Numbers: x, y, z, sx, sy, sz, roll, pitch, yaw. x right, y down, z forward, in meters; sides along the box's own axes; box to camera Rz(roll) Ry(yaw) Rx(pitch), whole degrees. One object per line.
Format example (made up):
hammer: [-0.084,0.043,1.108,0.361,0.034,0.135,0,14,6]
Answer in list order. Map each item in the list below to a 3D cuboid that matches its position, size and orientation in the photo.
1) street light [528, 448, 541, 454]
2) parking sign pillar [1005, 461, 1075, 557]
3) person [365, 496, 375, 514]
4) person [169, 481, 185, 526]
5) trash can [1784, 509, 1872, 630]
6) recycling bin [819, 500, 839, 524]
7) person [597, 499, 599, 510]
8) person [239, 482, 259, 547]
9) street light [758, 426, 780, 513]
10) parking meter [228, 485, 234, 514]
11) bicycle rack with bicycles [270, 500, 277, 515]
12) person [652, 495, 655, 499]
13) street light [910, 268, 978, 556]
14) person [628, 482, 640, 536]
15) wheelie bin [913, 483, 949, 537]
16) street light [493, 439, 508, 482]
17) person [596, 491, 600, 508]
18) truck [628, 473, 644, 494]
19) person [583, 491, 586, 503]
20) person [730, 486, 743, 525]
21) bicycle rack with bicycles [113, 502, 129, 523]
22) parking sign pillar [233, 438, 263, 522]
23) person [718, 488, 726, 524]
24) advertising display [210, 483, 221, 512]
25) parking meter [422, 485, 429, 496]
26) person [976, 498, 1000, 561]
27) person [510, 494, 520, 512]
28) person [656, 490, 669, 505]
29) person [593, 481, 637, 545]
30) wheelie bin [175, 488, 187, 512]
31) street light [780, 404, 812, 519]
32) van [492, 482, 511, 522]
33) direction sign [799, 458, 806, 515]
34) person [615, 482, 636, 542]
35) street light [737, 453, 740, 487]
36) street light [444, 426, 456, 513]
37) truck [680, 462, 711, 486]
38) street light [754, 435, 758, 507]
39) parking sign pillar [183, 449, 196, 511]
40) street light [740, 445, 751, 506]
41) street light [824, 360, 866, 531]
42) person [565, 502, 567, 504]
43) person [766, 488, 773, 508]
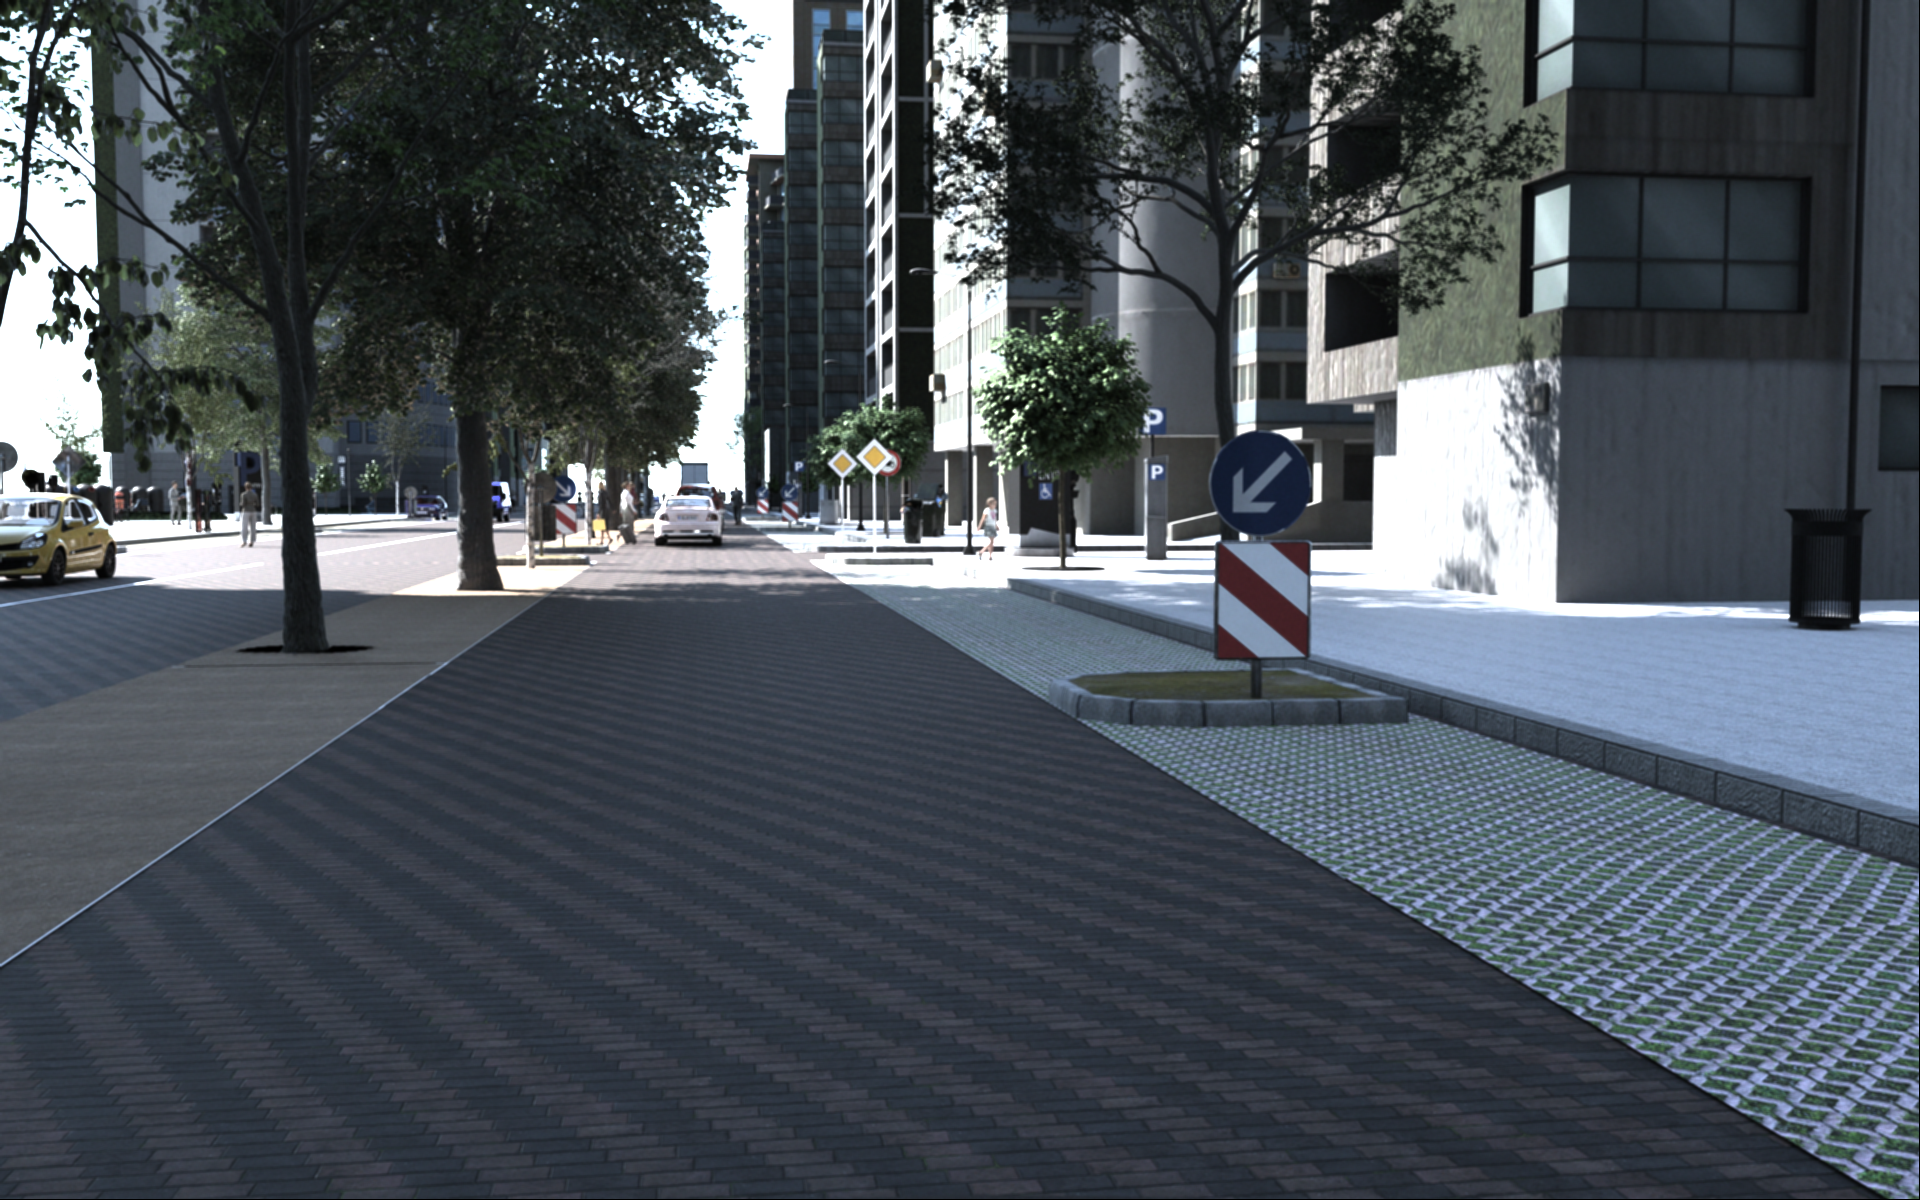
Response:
street light: [-42.819,-12.337,174.257,1.470,5.913,1.316,-1,4,-9]
parking sign pillar: [1.644,-2.886,35.664,1.447,3.967,1.447,-2,4,-34]
person: [-38.494,-6.204,112.983,0.738,1.151,1.012,-1,4,-12]
person: [-31.827,-3.924,70.401,0.583,1.804,0.606,0,4,1]
trash can: [8.252,-0.297,16.506,0.748,1.137,0.748,0,3,0]
recycling bin: [-5.676,-3.822,75.048,0.722,1.027,0.722,0,4,8]
person: [-32.835,-9.094,157.913,0.721,1.735,1.217,-2,4,-26]
person: [-19.340,-2.326,47.082,0.362,1.759,0.519,3,5,44]
street light: [-12.828,-8.915,118.305,1.470,5.913,1.316,-1,4,-9]
parking meter: [-47.191,-6.516,112.242,0.255,1.863,0.399,1,4,18]
bicycle rack with bicycles: [-40.795,-5.548,104.085,2.852,0.926,2.925,0,4,0]
person: [-40.904,-13.391,230.659,0.599,1.433,0.991,-3,5,-44]
street light: [-0.338,-3.875,35.899,1.470,5.913,1.316,-1,4,-9]
person: [-11.034,-3.044,58.245,0.573,1.828,0.580,-1,4,-21]
wheelie bin: [-0.785,-2.767,53.152,0.980,1.594,0.693,-2,4,-30]
street light: [-38.490,-10.549,145.023,1.470,5.913,1.316,-1,4,-9]
person: [-27.913,-7.612,133.891,0.436,1.711,0.756,3,5,40]
truck: [-40.131,-13.869,215.675,2.839,4.237,11.283,-1,4,-10]
person: [-56.531,-15.571,261.352,0.721,1.743,1.217,0,3,0]
person: [-10.418,-4.398,80.589,0.661,1.801,0.590,1,4,17]
bicycle rack with bicycles: [-38.374,-3.925,77.553,2.852,0.926,2.925,0,4,4]
parking sign pillar: [-32.498,-5.546,79.143,1.447,3.967,1.447,2,4,33]
person: [-11.371,-4.431,81.701,0.760,1.731,0.466,0,4,1]
advertising display: [-45.105,-6.104,105.008,0.123,1.923,0.974,0,4,7]
parking meter: [-32.667,-6.122,105.800,0.399,1.863,0.255,-1,4,-17]
person: [0.563,-1.348,33.094,0.382,1.210,0.505,2,4,32]
person: [-35.037,-7.615,136.197,0.799,1.438,0.628,-1,4,-20]
person: [-22.290,-7.392,130.070,1.217,1.736,0.721,2,4,30]
person: [-9.733,-2.447,48.726,0.699,1.804,1.509,3,5,43]
wheelie bin: [-43.542,-5.436,96.783,0.980,1.594,0.693,0,4,-2]
street light: [-8.443,-7.181,89.942,1.470,5.913,1.316,-1,4,-9]
van: [-24.511,-5.224,89.790,2.240,2.365,5.245,-1,4,-9]
direction sign: [-9.833,-7.119,108.392,0.379,3.537,0.876,-2,4,-31]
person: [-9.845,-2.583,50.960,0.641,1.798,0.478,-1,4,-20]
street light: [-24.193,-13.546,194.017,1.470,5.913,1.316,-1,4,-9]
street light: [-34.098,-8.815,116.662,1.470,5.913,1.316,-1,4,-9]
truck: [-23.994,-10.273,156.876,2.839,4.237,11.283,-1,4,-8]
street light: [-15.506,-10.032,136.558,1.470,5.913,1.316,-1,4,-9]
parking sign pillar: [-44.425,-6.817,99.924,1.447,3.967,1.447,-1,4,-12]
street light: [-20.016,-11.809,165.623,1.470,5.913,1.316,-1,4,-9]
street light: [-4.009,-5.373,60.393,1.470,5.913,1.316,-1,4,-9]
person: [-41.284,-10.544,180.910,1.348,1.821,0.705,3,4,37]
person: [-15.178,-8.032,137.897,0.617,1.759,0.750,0,4,0]
